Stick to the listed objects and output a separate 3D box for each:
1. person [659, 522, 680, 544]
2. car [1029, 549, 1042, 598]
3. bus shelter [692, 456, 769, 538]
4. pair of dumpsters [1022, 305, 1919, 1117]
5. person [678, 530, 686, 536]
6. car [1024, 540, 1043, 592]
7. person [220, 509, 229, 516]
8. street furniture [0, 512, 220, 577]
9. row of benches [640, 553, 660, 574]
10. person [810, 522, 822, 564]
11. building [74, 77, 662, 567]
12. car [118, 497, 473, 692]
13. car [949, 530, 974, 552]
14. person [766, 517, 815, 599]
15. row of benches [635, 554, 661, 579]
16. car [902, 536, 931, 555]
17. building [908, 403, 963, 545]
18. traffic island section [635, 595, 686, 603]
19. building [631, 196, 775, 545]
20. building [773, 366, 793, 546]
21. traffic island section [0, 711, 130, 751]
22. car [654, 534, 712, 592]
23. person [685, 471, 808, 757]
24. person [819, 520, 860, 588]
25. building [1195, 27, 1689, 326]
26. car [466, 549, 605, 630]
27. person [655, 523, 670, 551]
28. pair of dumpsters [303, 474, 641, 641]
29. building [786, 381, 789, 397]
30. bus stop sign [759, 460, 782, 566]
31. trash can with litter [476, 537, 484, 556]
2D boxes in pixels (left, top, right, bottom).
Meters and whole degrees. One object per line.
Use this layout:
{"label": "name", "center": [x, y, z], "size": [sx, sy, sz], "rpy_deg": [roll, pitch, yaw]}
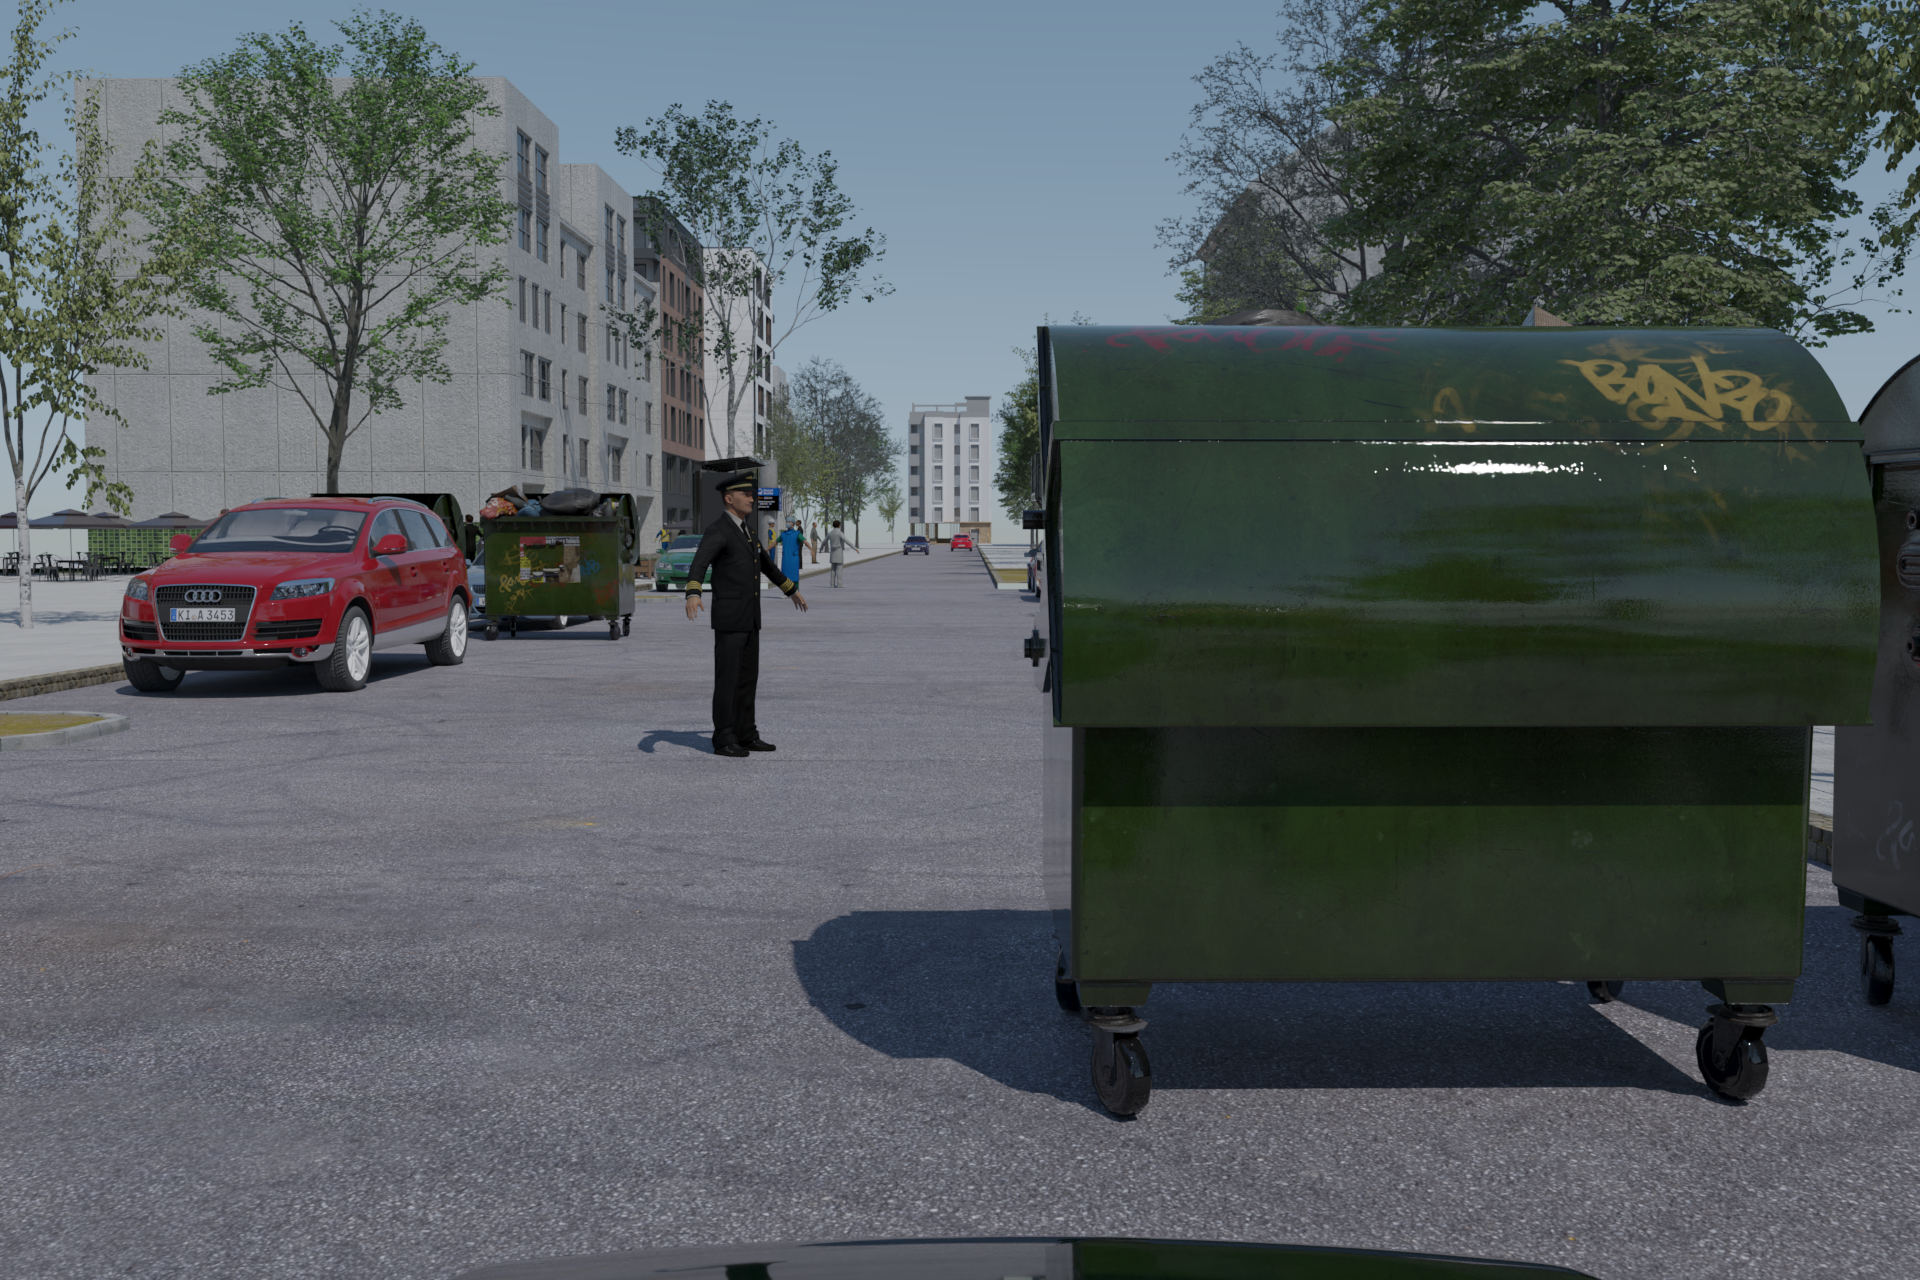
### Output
{"label": "person", "center": [-12.578, -4.280, 76.112], "size": [1.348, 1.813, 0.705], "rpy_deg": [-2, 4, -30]}
{"label": "car", "center": [2.594, -1.756, 37.753], "size": [2.155, 1.783, 4.494], "rpy_deg": [0, 4, -1]}
{"label": "bus shelter", "center": [-7.246, -3.912, 55.249], "size": [1.731, 3.624, 6.357], "rpy_deg": [0, 4, 0]}
{"label": "pair of dumpsters", "center": [2.387, 0.011, 4.771], "size": [4.436, 2.255, 1.574], "rpy_deg": [0, 4, -1]}
{"label": "person", "center": [-10.314, -3.491, 63.805], "size": [0.721, 1.740, 1.216], "rpy_deg": [0, 4, -1]}
{"label": "car", "center": [2.612, -1.912, 43.842], "size": [1.945, 1.354, 3.894], "rpy_deg": [0, 3, 0]}
{"label": "person", "center": [-13.972, -1.595, 32.646], "size": [0.750, 1.759, 0.617], "rpy_deg": [0, 4, 3]}
{"label": "street furniture", "center": [-27.078, -3.168, 56.821], "size": [27.439, 1.986, 14.083], "rpy_deg": [-1, 4, -9]}
{"label": "row of benches", "center": [-10.012, -2.440, 55.359], "size": [1.422, 0.672, 4.104], "rpy_deg": [0, 3, 0]}
{"label": "person", "center": [-6.249, -4.184, 74.682], "size": [0.705, 1.796, 1.348], "rpy_deg": [1, 4, 13]}
{"label": "building", "center": [-25.676, -13.256, 83.190], "size": [16.747, 18.905, 31.486], "rpy_deg": [0, 4, 1]}
{"label": "car", "center": [-6.484, -0.536, 17.429], "size": [2.281, 1.827, 5.304], "rpy_deg": [0, 4, 0]}
{"label": "car", "center": [0.122, -8.208, 143.245], "size": [2.155, 1.783, 4.494], "rpy_deg": [0, 3, 0]}
{"label": "person", "center": [-3.759, -1.815, 38.256], "size": [1.347, 1.817, 0.704], "rpy_deg": [2, 4, 25]}
{"label": "row of benches", "center": [-9.131, -2.181, 51.118], "size": [1.422, 0.672, 4.104], "rpy_deg": [0, 4, -1]}
{"label": "car", "center": [-2.977, -6.459, 118.192], "size": [1.945, 1.354, 3.894], "rpy_deg": [0, 4, 0]}
{"label": "building", "center": [-6.851, -23.415, 241.709], "size": [11.380, 20.090, 16.016], "rpy_deg": [1, 4, 10]}
{"label": "traffic island section", "center": [-6.908, -0.880, 37.256], "size": [1.991, 0.108, 1.994], "rpy_deg": [0, 4, 1]}
{"label": "building", "center": [-28.735, -16.969, 121.423], "size": [27.936, 21.610, 32.646], "rpy_deg": [0, 4, 1]}
{"label": "building", "center": [-27.465, -19.302, 182.049], "size": [16.747, 18.905, 31.486], "rpy_deg": [0, 3, 0]}
{"label": "traffic island section", "center": [-7.071, 0.652, 12.205], "size": [1.991, 0.108, 1.994], "rpy_deg": [0, 3, 0]}
{"label": "car", "center": [-6.633, -2.001, 44.519], "size": [2.131, 1.459, 4.920], "rpy_deg": [0, 4, 0]}
{"label": "person", "center": [-1.430, -0.177, 11.287], "size": [0.705, 1.837, 1.347], "rpy_deg": [2, 4, 26]}
{"label": "person", "center": [-3.264, -2.294, 46.145], "size": [1.347, 1.806, 0.705], "rpy_deg": [2, 4, 35]}
{"label": "building", "center": [22.253, -15.477, 83.985], "size": [19.493, 23.208, 18.063], "rpy_deg": [0, 4, 1]}
{"label": "car", "center": [-6.785, -0.946, 27.475], "size": [2.014, 1.417, 4.499], "rpy_deg": [0, 4, 1]}
{"label": "person", "center": [-14.130, -4.716, 83.082], "size": [0.705, 1.833, 1.349], "rpy_deg": [3, 5, 43]}
{"label": "pair of dumpsters", "center": [-6.677, -1.144, 23.650], "size": [4.436, 2.255, 1.574], "rpy_deg": [0, 4, 0]}
{"label": "building", "center": [-26.193, -21.168, 202.518], "size": [16.016, 20.090, 11.380], "rpy_deg": [0, 4, 1]}
{"label": "bus stop sign", "center": [-6.822, -4.454, 61.846], "size": [0.837, 3.901, 0.837], "rpy_deg": [0, 4, 2]}
{"label": "trash can with litter", "center": [-10.179, -1.632, 37.738], "size": [1.678, 1.210, 2.233], "rpy_deg": [0, 4, 0]}
